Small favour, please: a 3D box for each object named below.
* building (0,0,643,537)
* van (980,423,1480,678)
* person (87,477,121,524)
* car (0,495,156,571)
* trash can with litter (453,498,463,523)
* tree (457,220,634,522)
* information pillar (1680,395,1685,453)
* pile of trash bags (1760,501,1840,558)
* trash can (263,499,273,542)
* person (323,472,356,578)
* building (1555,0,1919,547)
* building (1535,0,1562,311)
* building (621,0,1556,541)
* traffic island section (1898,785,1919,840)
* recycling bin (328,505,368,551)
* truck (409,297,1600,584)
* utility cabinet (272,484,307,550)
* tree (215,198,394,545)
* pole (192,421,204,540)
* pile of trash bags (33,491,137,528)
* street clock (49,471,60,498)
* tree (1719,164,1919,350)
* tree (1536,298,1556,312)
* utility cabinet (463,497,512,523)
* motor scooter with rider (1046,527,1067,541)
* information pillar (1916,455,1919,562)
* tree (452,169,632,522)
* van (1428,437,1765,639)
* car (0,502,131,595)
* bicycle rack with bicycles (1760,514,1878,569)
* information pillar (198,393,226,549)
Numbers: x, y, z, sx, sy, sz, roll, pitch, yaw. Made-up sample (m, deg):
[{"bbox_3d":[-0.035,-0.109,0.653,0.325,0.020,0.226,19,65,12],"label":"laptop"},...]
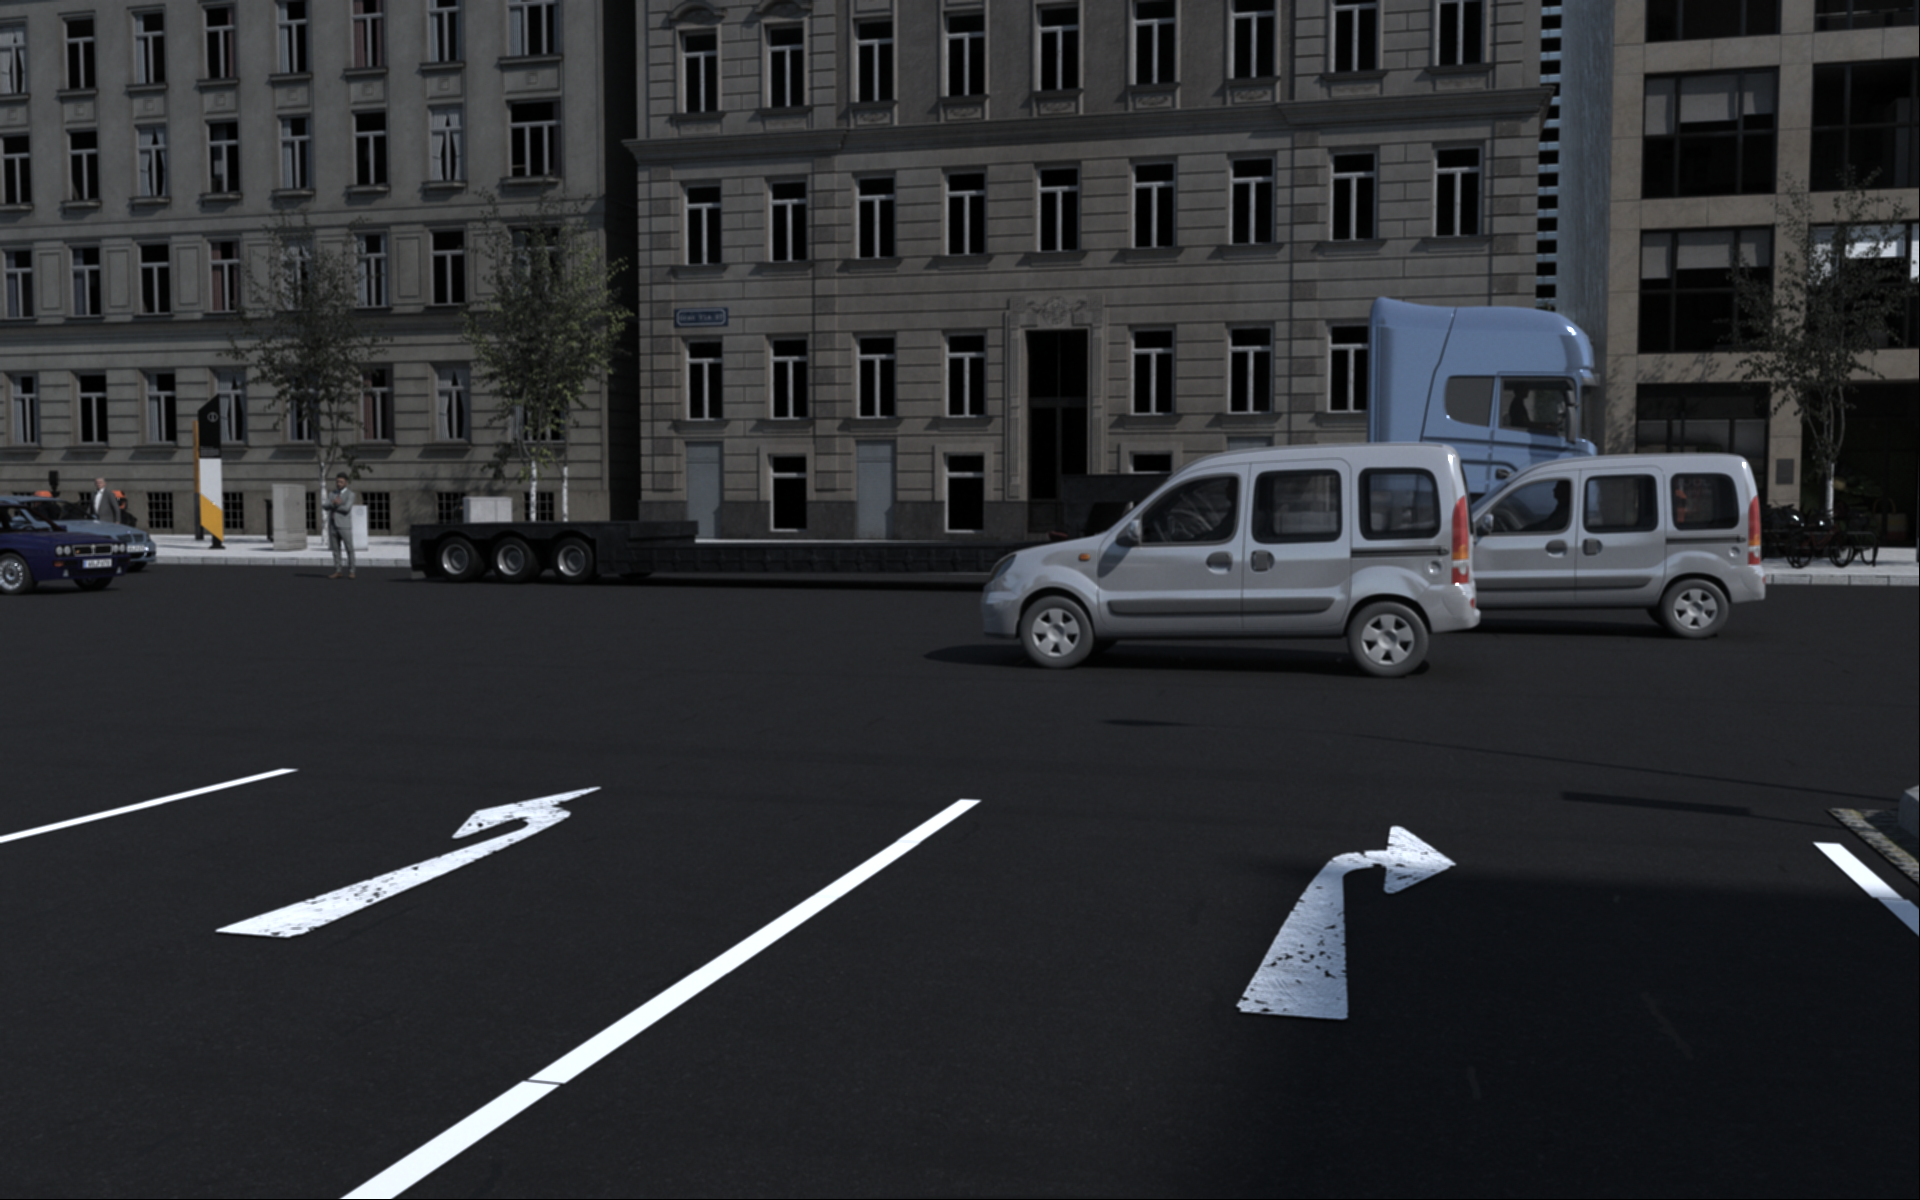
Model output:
[{"bbox_3d":[-22.091,-13.902,60.587,30.059,22.955,16.112,1,4,15],"label":"building"},{"bbox_3d":[2.228,-0.460,14.537,4.112,2.044,2.013,1,4,15],"label":"van"},{"bbox_3d":[-17.177,-1.574,34.632,0.661,1.777,0.834,0,4,3],"label":"person"},{"bbox_3d":[-17.047,-1.215,31.865,4.499,1.417,2.014,1,4,16],"label":"car"},{"bbox_3d":[-13.523,-2.247,48.123,1.055,1.170,0.624,-1,4,-17],"label":"trash can with litter"},{"bbox_3d":[-10.778,-5.852,46.044,4.737,8.622,4.395,0,3,0],"label":"tree"},{"bbox_3d":[17.062,-3.034,40.953,0.183,3.616,0.504,1,4,22],"label":"information pillar"},{"bbox_3d":[16.001,-1.572,35.449,3.447,1.369,1.912,0,4,3],"label":"pile of trash bags"},{"bbox_3d":[-18.302,-2.133,46.536,0.748,1.137,0.748,0,3,0],"label":"trash can"},{"bbox_3d":[-10.523,-1.265,29.369,0.511,1.800,0.466,0,4,-1],"label":"person"},{"bbox_3d":[34.647,-14.793,46.376,34.151,26.468,19.350,1,4,15],"label":"building"},{"bbox_3d":[70.551,-54.406,202.216,31.000,86.520,22.319,1,4,15],"label":"building"},{"bbox_3d":[4.029,-15.505,50.768,25.104,27.353,12.463,1,4,15],"label":"building"},{"bbox_3d":[4.777,0.974,6.364,2.009,0.180,2.903,1,4,15],"label":"traffic island section"},{"bbox_3d":[-13.872,-1.632,39.245,0.722,1.027,0.722,-2,4,-33],"label":"recycling bin"},{"bbox_3d":[0.427,-2.235,26.308,18.799,4.110,2.967,1,4,17],"label":"truck"},{"bbox_3d":[-15.234,-1.879,39.399,0.318,1.500,1.173,0,4,1],"label":"utility cabinet"},{"bbox_3d":[-15.961,-5.662,42.940,4.360,8.622,3.978,0,3,0],"label":"tree"},{"bbox_3d":[-21.177,-3.321,48.137,0.158,3.312,0.155,0,3,0],"label":"pole"},{"bbox_3d":[-25.196,-2.395,48.916,3.447,1.369,1.912,2,4,35],"label":"pile of trash bags"},{"bbox_3d":[-28.146,-3.014,53.848,0.358,2.002,0.471,-1,4,-20],"label":"street clock"},{"bbox_3d":[19.053,-5.376,38.268,4.360,8.622,3.978,0,3,0],"label":"tree"},{"bbox_3d":[32.920,-11.184,99.868,9.611,12.733,9.660,0,3,0],"label":"tree"},{"bbox_3d":[-10.077,-1.580,36.998,0.306,1.237,1.020,3,5,44],"label":"utility cabinet"},{"bbox_3d":[2.296,-1.257,29.514,1.986,1.779,0.876,1,4,17],"label":"motor scooter with rider"},{"bbox_3d":[18.163,-1.708,32.423,0.304,2.012,0.304,0,4,-3],"label":"information pillar"},{"bbox_3d":[-9.851,-5.494,40.187,4.360,8.622,3.978,0,3,0],"label":"tree"},{"bbox_3d":[6.155,-0.680,18.136,4.112,2.044,2.013,1,4,16],"label":"van"},{"bbox_3d":[-14.368,-0.797,25.603,3.894,1.354,1.945,1,4,15],"label":"car"},{"bbox_3d":[15.246,-1.083,31.085,2.925,0.926,2.852,-1,4,-16],"label":"bicycle rack with bicycles"},{"bbox_3d":[-17.402,-2.991,40.254,0.504,3.616,0.183,-1,4,-11],"label":"information pillar"}]
